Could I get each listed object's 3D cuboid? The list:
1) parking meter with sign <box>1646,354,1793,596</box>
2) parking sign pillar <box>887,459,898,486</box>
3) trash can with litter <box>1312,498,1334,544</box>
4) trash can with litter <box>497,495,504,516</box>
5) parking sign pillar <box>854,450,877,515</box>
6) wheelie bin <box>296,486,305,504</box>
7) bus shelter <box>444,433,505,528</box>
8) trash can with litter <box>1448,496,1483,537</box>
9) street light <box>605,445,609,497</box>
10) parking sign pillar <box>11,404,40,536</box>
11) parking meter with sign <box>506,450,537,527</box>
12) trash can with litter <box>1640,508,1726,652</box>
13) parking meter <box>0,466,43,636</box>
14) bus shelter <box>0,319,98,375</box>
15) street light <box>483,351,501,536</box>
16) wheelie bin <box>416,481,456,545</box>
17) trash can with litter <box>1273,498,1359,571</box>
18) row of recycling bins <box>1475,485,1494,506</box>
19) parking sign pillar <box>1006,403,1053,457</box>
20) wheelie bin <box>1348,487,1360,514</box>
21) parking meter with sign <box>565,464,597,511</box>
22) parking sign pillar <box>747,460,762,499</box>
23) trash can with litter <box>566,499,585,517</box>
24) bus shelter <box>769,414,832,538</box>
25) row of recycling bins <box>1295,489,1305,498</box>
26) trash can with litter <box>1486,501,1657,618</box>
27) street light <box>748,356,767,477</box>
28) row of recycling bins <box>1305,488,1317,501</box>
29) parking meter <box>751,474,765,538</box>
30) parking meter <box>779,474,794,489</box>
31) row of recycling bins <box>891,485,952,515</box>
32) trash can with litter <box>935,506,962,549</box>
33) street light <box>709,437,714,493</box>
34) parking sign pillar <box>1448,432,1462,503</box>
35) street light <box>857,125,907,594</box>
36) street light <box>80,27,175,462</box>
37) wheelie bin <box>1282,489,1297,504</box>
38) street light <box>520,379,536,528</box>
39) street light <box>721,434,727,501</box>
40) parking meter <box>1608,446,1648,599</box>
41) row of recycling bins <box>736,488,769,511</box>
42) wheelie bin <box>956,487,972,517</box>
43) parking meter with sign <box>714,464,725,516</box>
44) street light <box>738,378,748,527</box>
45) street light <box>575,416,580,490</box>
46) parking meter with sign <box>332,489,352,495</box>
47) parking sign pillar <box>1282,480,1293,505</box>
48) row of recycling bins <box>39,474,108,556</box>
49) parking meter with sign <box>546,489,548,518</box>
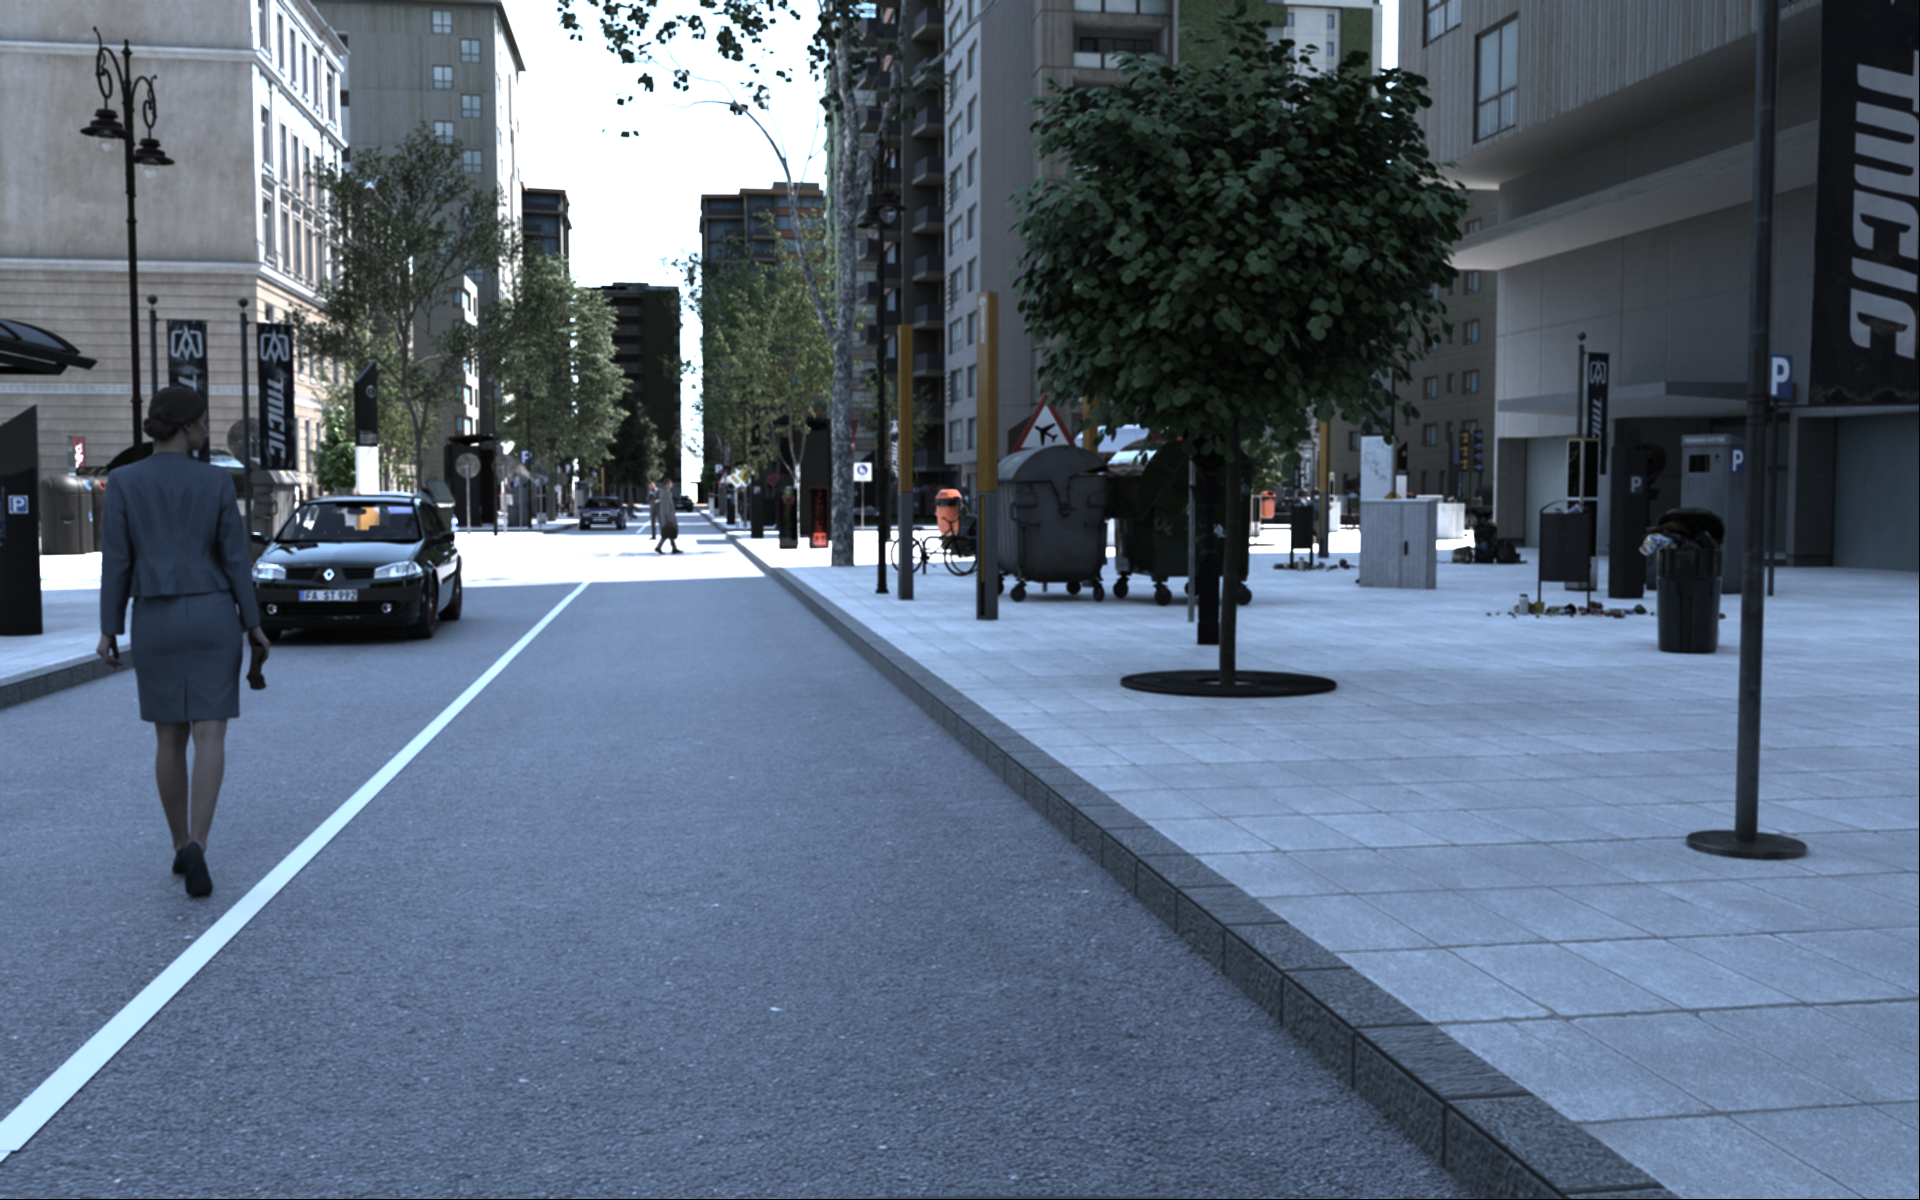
[{"bbox_3d":[9.763,-1.601,22.436,0.543,3.016,1.738,-2,4,-34],"label":"parking meter with sign"},{"bbox_3d":[-3.467,-6.559,95.704,1.447,3.967,1.447,1,4,15],"label":"parking sign pillar"},{"bbox_3d":[9.140,-2.024,44.478,0.624,1.170,1.055,2,4,33],"label":"trash can with litter"},{"bbox_3d":[-27.262,-5.553,101.854,1.678,1.210,2.233,-1,4,-15],"label":"trash can with litter"},{"bbox_3d":[-5.772,-7.122,104.912,1.447,3.967,1.447,-3,5,-40],"label":"parking sign pillar"},{"bbox_3d":[-25.046,-3.500,65.136,0.980,1.594,0.693,3,5,43],"label":"wheelie bin"},{"bbox_3d":[-19.366,-4.775,69.351,1.731,3.624,6.357,-1,4,-9],"label":"bus shelter"},{"bbox_3d":[14.653,-2.498,51.898,1.678,1.210,2.233,1,4,12],"label":"trash can with litter"},{"bbox_3d":[-27.403,-9.867,134.117,0.468,5.910,1.993,-1,4,-9],"label":"street light"},{"bbox_3d":[-28.301,-3.881,51.919,1.447,3.967,1.447,-1,4,-16],"label":"parking sign pillar"},{"bbox_3d":[-17.295,-4.390,68.035,0.543,3.016,1.738,0,4,6],"label":"parking meter with sign"},{"bbox_3d":[5.992,-0.179,14.313,0.624,1.170,1.055,2,4,27],"label":"trash can with litter"},{"bbox_3d":[-8.589,-0.450,15.772,0.372,1.533,0.369,0,3,0],"label":"parking meter"},{"bbox_3d":[-10.777,-1.456,17.727,2.014,3.302,5.546,-1,4,-9],"label":"bus shelter"},{"bbox_3d":[-14.143,-4.881,52.591,0.468,5.910,1.993,-1,4,-9],"label":"street light"},{"bbox_3d":[-12.277,-1.990,40.451,0.693,1.594,0.980,2,4,28],"label":"wheelie bin"},{"bbox_3d":[6.229,-1.147,29.810,2.233,1.210,1.678,-3,4,-38],"label":"trash can with litter"},{"bbox_3d":[23.970,-4.315,77.657,1.069,1.692,3.534,0,4,-2],"label":"row of recycling bins"},{"bbox_3d":[1.999,-3.750,49.786,1.447,3.967,1.447,0,4,-6],"label":"parking sign pillar"},{"bbox_3d":[17.183,-4.107,75.052,0.693,1.594,0.980,1,4,16],"label":"wheelie bin"},{"bbox_3d":[-22.309,-6.462,101.915,0.543,3.016,1.738,3,5,43],"label":"parking meter with sign"},{"bbox_3d":[-12.214,-7.070,104.073,1.447,3.967,1.447,3,4,39],"label":"parking sign pillar"},{"bbox_3d":[-21.643,-5.262,97.424,0.624,1.170,1.055,2,4,25],"label":"trash can with litter"},{"bbox_3d":[-4.885,-3.815,53.656,1.731,3.624,6.357,-1,4,-9],"label":"bus shelter"},{"bbox_3d":[25.304,-7.795,134.565,3.534,1.692,1.069,1,4,12],"label":"row of recycling bins"},{"bbox_3d":[6.803,-0.444,18.323,2.233,1.210,1.678,1,4,23],"label":"trash can with litter"},{"bbox_3d":[-6.617,-5.155,57.064,0.468,5.910,1.993,-1,4,-9],"label":"street light"},{"bbox_3d":[25.443,-6.758,117.601,3.534,1.692,1.069,2,4,35],"label":"row of recycling bins"},{"bbox_3d":[-5.878,-2.730,50.352,0.399,1.863,0.255,0,4,-4],"label":"parking meter"},{"bbox_3d":[-4.879,-2.671,49.374,0.399,1.863,0.255,-1,4,-13],"label":"parking meter"},{"bbox_3d":[-1.885,-4.485,80.440,3.534,1.692,1.069,-3,4,-36],"label":"row of recycling bins"},{"bbox_3d":[-0.266,-1.775,40.404,0.624,1.170,1.055,0,3,0],"label":"trash can with litter"},{"bbox_3d":[-19.857,-10.131,138.421,0.468,5.910,1.993,-1,4,-9],"label":"street light"},{"bbox_3d":[21.536,-5.314,75.358,1.447,3.967,1.447,1,4,23],"label":"parking sign pillar"},{"bbox_3d":[-1.008,-3.025,22.243,0.468,5.910,1.993,-1,4,-9],"label":"street light"},{"bbox_3d":[-8.471,-2.752,17.779,0.468,5.910,1.993,-1,4,-9],"label":"street light"},{"bbox_3d":[20.499,-6.099,107.626,0.980,1.594,0.693,2,4,27],"label":"wheelie bin"},{"bbox_3d":[-16.048,-5.609,64.496,0.468,5.910,1.993,-1,4,-9],"label":"street light"},{"bbox_3d":[-14.145,-8.002,103.617,0.468,5.910,1.993,-1,4,-9],"label":"street light"},{"bbox_3d":[8.223,-0.954,21.313,0.399,1.863,0.255,-2,4,-23],"label":"parking meter"},{"bbox_3d":[-14.645,-7.069,122.697,1.069,1.692,3.534,-3,4,-39],"label":"row of recycling bins"},{"bbox_3d":[0.083,-4.166,76.026,0.980,1.594,0.693,3,5,40],"label":"wheelie bin"},{"bbox_3d":[-14.062,-6.452,101.752,0.543,3.016,1.738,0,4,-2],"label":"parking meter with sign"},{"bbox_3d":[-8.451,-5.823,67.994,0.468,5.910,1.993,-1,4,-9],"label":"street light"},{"bbox_3d":[-21.855,-7.737,99.285,0.468,5.910,1.993,-1,4,-9],"label":"street light"},{"bbox_3d":[-24.503,-4.425,68.616,1.738,3.016,0.543,-3,5,-40],"label":"parking meter with sign"},{"bbox_3d":[23.692,-8.438,126.441,1.447,3.967,1.447,-1,4,-18],"label":"parking sign pillar"},{"bbox_3d":[-19.151,-1.870,37.685,1.069,1.692,3.534,-1,4,-11],"label":"row of recycling bins"},{"bbox_3d":[-23.419,-6.018,94.663,1.738,3.016,0.543,0,4,-2],"label":"parking meter with sign"}]
